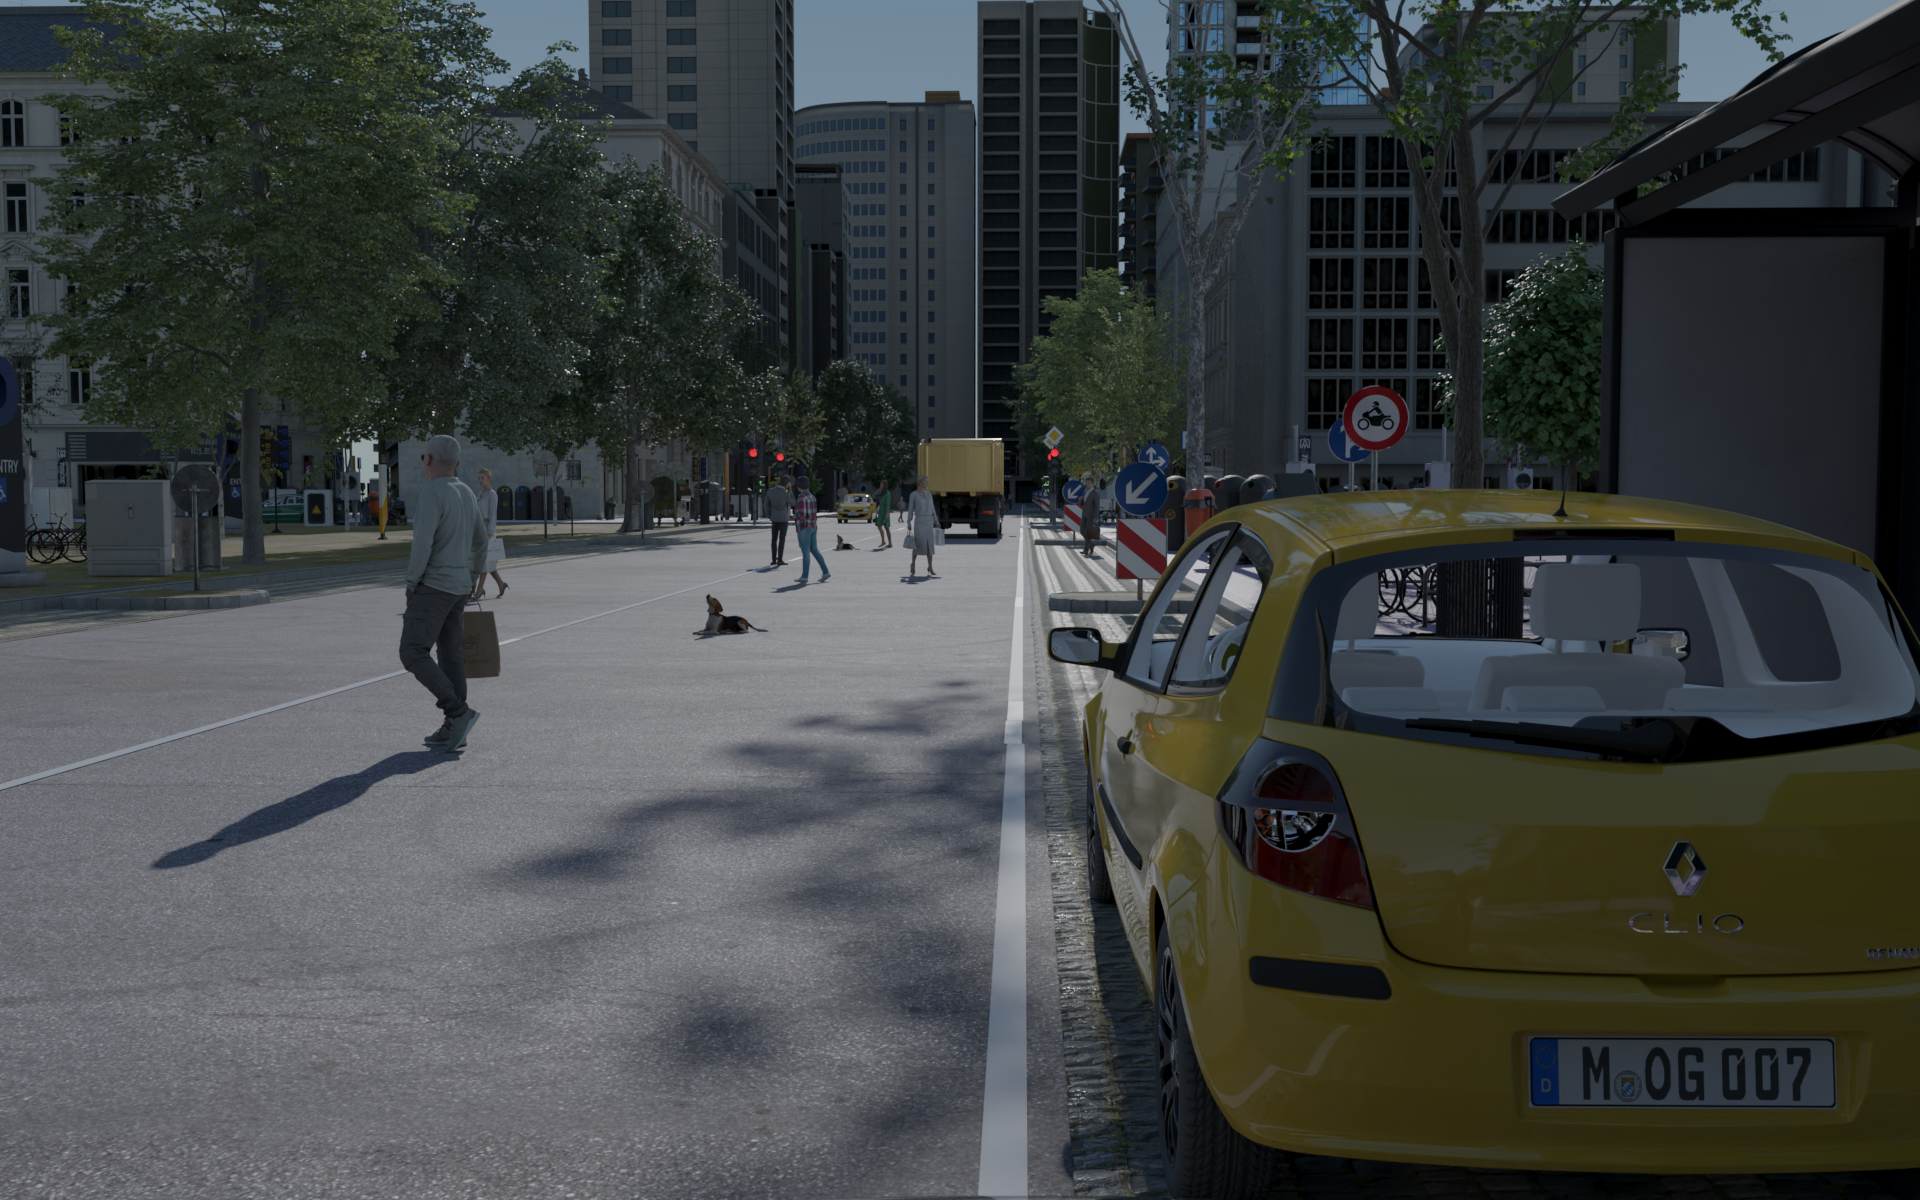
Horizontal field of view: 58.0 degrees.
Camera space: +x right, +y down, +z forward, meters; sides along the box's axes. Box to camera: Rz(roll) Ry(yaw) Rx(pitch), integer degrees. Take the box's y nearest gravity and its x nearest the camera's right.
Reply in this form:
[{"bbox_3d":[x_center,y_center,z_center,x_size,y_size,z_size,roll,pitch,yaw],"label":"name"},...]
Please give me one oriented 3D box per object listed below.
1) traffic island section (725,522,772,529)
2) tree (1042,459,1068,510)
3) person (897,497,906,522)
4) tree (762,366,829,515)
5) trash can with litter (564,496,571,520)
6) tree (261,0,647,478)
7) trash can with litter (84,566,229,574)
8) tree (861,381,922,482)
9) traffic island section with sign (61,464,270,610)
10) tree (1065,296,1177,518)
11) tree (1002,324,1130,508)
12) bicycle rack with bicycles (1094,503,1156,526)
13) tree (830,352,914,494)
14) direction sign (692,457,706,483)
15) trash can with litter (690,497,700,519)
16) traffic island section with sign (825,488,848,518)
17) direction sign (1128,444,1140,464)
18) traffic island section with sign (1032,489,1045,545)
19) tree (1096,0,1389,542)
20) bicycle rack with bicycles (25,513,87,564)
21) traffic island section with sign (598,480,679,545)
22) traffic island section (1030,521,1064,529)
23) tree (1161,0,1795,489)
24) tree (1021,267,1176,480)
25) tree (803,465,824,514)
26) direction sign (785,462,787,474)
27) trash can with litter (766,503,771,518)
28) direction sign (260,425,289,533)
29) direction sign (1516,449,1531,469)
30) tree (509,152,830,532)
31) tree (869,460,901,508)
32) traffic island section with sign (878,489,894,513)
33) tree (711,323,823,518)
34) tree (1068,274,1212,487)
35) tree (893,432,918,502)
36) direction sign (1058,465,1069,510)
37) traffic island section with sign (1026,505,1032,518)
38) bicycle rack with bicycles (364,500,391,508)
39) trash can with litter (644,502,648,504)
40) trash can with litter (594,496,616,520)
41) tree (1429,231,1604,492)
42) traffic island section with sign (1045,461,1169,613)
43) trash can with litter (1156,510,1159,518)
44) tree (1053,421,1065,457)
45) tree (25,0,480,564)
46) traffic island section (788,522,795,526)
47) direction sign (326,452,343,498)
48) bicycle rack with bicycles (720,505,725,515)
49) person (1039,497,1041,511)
[{"bbox_3d":[-8.561,-3.046,72.079,2.009,0.180,2.903,0,4,2],"label":"traffic island section"},{"bbox_3d":[9.047,-9.814,144.166,4.285,4.588,4.351,0,3,0],"label":"tree"},{"bbox_3d":[-2.948,-4.575,87.577,0.475,1.303,0.640,-3,5,-41],"label":"person"},{"bbox_3d":[-9.813,-9.188,100.585,4.360,8.622,3.978,0,3,0],"label":"tree"},{"bbox_3d":[-19.673,-4.603,86.653,0.624,1.170,1.055,-1,4,-9],"label":"trash can with litter"},{"bbox_3d":[-12.507,-8.274,41.941,9.857,13.997,8.962,0,3,0],"label":"tree"},{"bbox_3d":[-13.379,-1.089,28.867,2.233,1.210,1.678,-2,4,-28],"label":"trash can with litter"},{"bbox_3d":[-7.209,-15.685,174.571,7.486,12.596,7.792,0,3,0],"label":"tree"},{"bbox_3d":[-10.046,-0.831,22.216,1.989,1.847,2.006,0,4,2],"label":"traffic island section with sign"},{"bbox_3d":[6.170,-7.030,65.301,4.360,8.622,3.978,0,3,0],"label":"tree"},{"bbox_3d":[8.144,-13.244,123.189,9.857,13.997,8.962,0,3,0],"label":"tree"},{"bbox_3d":[6.581,-3.482,70.310,2.925,0.926,2.852,0,4,-2],"label":"bicycle rack with bicycles"},{"bbox_3d":[-8.915,-13.664,140.417,9.611,12.733,9.660,0,3,0],"label":"tree"},{"bbox_3d":[-16.090,-7.029,106.914,0.876,3.537,0.379,-1,4,-22],"label":"direction sign"},{"bbox_3d":[-13.589,-4.673,87.798,0.624,1.170,1.055,1,4,18],"label":"trash can with litter"},{"bbox_3d":[-7.050,-5.872,104.634,1.989,1.847,2.006,0,4,2],"label":"traffic island section with sign"},{"bbox_3d":[7.899,-5.302,78.690,0.379,3.537,0.876,-2,4,-31],"label":"direction sign"},{"bbox_3d":[3.092,-2.452,48.713,1.989,1.847,2.006,0,4,2],"label":"traffic island section with sign"},{"bbox_3d":[6.227,-10.950,34.929,12.611,20.169,13.585,0,3,0],"label":"tree"},{"bbox_3d":[-16.799,-1.185,32.761,2.925,0.926,2.852,-1,4,-10],"label":"bicycle rack with bicycles"},{"bbox_3d":[-9.065,-2.479,49.153,1.989,1.847,2.006,0,4,2],"label":"traffic island section with sign"},{"bbox_3d":[4.211,-3.506,79.602,2.009,0.180,2.903,0,4,2],"label":"traffic island section"},{"bbox_3d":[4.260,-5.448,14.828,9.928,11.665,9.643,0,3,0],"label":"tree"},{"bbox_3d":[6.901,-10.301,86.547,7.486,12.596,7.792,0,3,0],"label":"tree"},{"bbox_3d":[-9.820,-7.319,114.271,1.663,3.219,1.824,0,3,0],"label":"tree"},{"bbox_3d":[-12.270,-7.938,121.789,0.379,3.537,0.876,1,4,9],"label":"direction sign"},{"bbox_3d":[-9.755,-4.893,91.389,1.055,1.170,0.624,1,4,23],"label":"trash can with litter"},{"bbox_3d":[-22.592,-3.985,57.146,0.876,3.537,0.379,-1,4,-13],"label":"direction sign"},{"bbox_3d":[27.625,-5.684,84.924,0.876,3.537,0.379,-1,4,-20],"label":"direction sign"},{"bbox_3d":[-11.114,-8.664,58.668,9.611,12.733,9.660,0,3,0],"label":"tree"},{"bbox_3d":[-7.163,-11.024,163.957,4.285,4.588,4.351,0,3,0],"label":"tree"},{"bbox_3d":[-6.043,-7.554,132.128,1.989,1.847,2.006,0,4,2],"label":"traffic island section with sign"},{"bbox_3d":[-10.790,-9.671,92.534,7.601,10.594,8.767,0,4,-1],"label":"tree"},{"bbox_3d":[6.027,-6.562,57.653,4.737,8.622,4.395,0,3,0],"label":"tree"},{"bbox_3d":[-6.353,-14.585,188.828,4.360,8.622,3.978,0,3,0],"label":"tree"},{"bbox_3d":[8.114,-8.806,135.975,0.876,3.537,0.379,-1,4,-20],"label":"direction sign"},{"bbox_3d":[5.100,-5.844,104.185,1.989,1.847,2.006,0,4,2],"label":"traffic island section with sign"},{"bbox_3d":[-47.006,-7.653,138.515,2.852,0.926,2.925,3,5,42],"label":"bicycle rack with bicycles"},{"bbox_3d":[-15.426,-4.488,84.766,0.624,1.170,1.055,-2,4,-27],"label":"trash can with litter"},{"bbox_3d":[-17.444,-4.511,85.141,1.055,1.170,0.624,-1,4,-17],"label":"trash can with litter"},{"bbox_3d":[7.747,-2.321,21.661,4.285,4.588,4.351,0,3,0],"label":"tree"},{"bbox_3d":[2.109,-0.799,21.693,1.989,1.847,2.006,0,4,2],"label":"traffic island section with sign"},{"bbox_3d":[7.095,-3.198,63.347,1.678,1.210,2.233,1,4,22],"label":"trash can with litter"},{"bbox_3d":[8.111,-9.728,109.420,4.360,8.622,3.978,0,3,0],"label":"tree"},{"bbox_3d":[-12.598,-6.941,31.610,7.486,12.596,7.792,0,3,0],"label":"tree"},{"bbox_3d":[-8.272,-3.534,80.058,2.009,0.180,2.903,0,4,2],"label":"traffic island section"},{"bbox_3d":[-33.469,-6.159,92.701,0.876,3.537,0.379,0,4,2],"label":"direction sign"},{"bbox_3d":[-15.532,-5.621,105.288,2.925,0.926,2.852,-2,4,-33],"label":"bicycle rack with bicycles"},{"bbox_3d":[6.442,-7.775,135.809,0.537,1.800,0.526,2,4,35],"label":"person"}]
